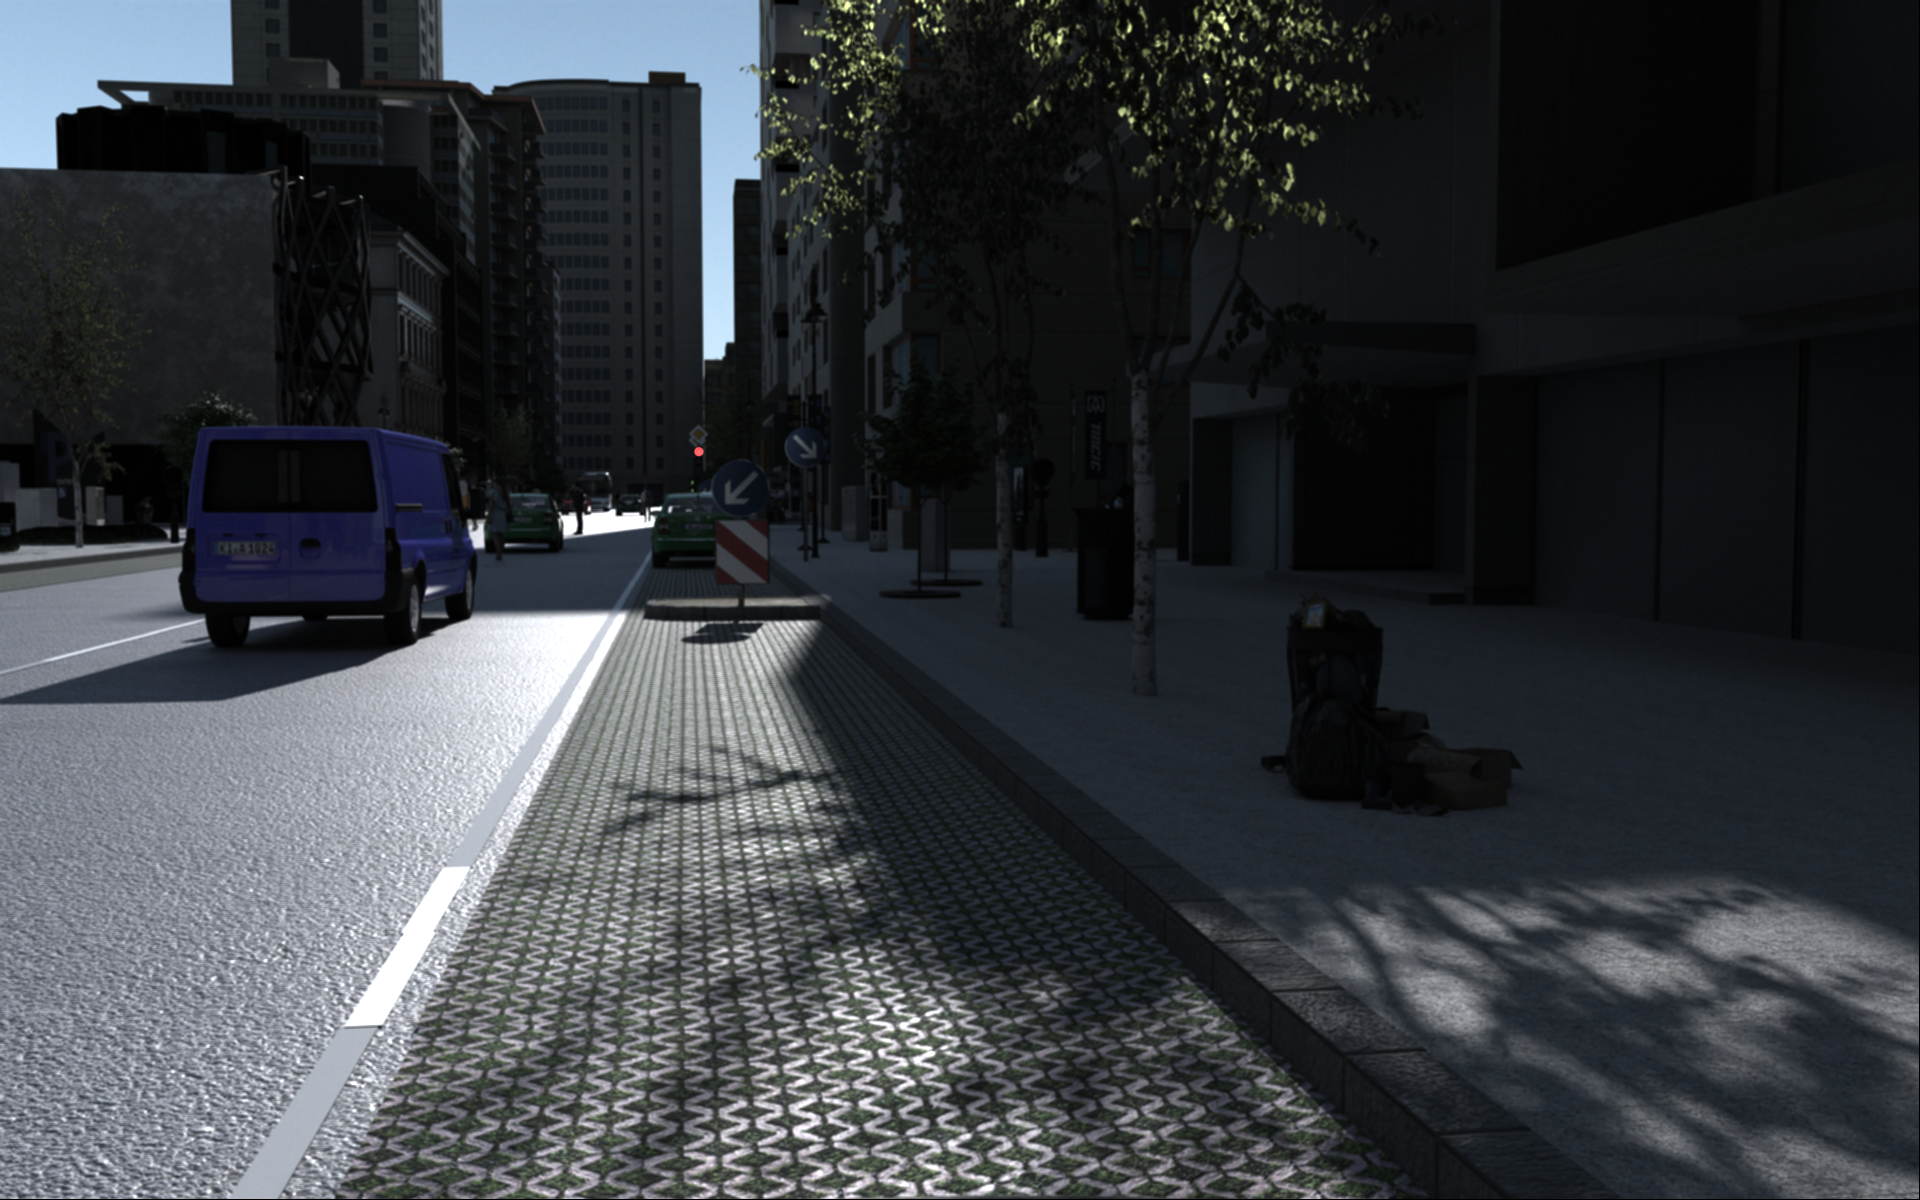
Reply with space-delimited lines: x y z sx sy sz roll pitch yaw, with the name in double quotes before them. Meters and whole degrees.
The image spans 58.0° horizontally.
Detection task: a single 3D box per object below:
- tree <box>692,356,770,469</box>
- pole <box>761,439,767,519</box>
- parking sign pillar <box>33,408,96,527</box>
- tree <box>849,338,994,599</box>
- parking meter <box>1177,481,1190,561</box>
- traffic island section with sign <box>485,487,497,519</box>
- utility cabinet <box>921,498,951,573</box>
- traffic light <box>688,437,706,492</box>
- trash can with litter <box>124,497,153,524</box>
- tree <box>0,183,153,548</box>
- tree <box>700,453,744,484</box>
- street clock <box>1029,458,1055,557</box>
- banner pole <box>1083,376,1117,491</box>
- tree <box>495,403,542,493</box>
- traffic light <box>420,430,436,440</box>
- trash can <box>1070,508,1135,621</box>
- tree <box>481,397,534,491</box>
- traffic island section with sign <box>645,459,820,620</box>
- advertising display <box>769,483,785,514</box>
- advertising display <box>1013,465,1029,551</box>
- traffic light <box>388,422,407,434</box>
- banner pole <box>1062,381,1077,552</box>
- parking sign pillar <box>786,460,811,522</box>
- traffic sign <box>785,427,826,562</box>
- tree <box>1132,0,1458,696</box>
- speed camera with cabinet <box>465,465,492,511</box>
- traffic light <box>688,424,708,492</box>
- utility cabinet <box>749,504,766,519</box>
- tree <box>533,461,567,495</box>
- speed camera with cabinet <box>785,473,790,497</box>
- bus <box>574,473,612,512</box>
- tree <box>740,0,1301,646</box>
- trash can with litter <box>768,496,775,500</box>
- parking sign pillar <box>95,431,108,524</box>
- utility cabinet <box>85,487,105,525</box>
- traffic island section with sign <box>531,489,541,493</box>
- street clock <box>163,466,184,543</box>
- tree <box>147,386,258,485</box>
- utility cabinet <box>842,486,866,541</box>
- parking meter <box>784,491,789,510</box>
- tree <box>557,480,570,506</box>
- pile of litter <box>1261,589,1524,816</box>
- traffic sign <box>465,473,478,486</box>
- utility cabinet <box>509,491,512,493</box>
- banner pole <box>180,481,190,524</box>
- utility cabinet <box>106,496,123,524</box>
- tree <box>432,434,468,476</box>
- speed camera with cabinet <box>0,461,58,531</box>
"tree" -11.963 -8.644 91.699 4.737 8.622 4.395 0 3 0
"pole" -7.252 -4.291 63.998 0.158 3.312 0.155 0 3 0
"parking sign pillar" -28.605 -4.056 54.789 1.447 3.967 1.447 1 4 14
"tree" -0.560 -1.661 21.765 1.663 3.219 1.824 0 3 0
"parking meter" 4.355 -1.517 33.207 0.372 1.533 0.369 0 3 0
"traffic island section with sign" -26.843 -5.607 100.310 1.989 1.847 2.006 -1 4 -9
"utility cabinet" -0.415 -1.076 28.754 0.306 1.237 1.020 1 4 12
"traffic light" -11.772 -5.427 77.649 0.839 4.253 0.868 -1 4 -9
"trash can with litter" -29.764 -3.135 62.647 1.055 1.170 0.624 0 4 -5
"tree" -21.117 -5.541 40.965 4.360 8.622 3.978 0 3 0
"tree" -16.702 -8.642 125.015 4.285 4.588 4.351 0 3 0
"street clock" 1.667 -1.875 35.234 0.471 2.002 0.358 -2 4 -24
"banner pole" 3.040 -2.863 36.821 0.863 3.779 0.401 0 4 -6
"tree" -35.876 -11.595 139.947 4.360 8.622 3.978 0 3 0
"traffic light" -23.289 -5.315 75.826 0.839 4.253 0.868 -1 4 -9
"trash can" 1.504 -0.373 17.753 0.748 1.137 0.748 0 3 0
"tree" -34.262 -11.083 131.565 4.737 8.622 4.395 0 3 0
"traffic island section with sign" -2.721 -0.728 20.525 1.989 1.847 2.006 -1 4 -9
"advertising display" -10.607 -5.818 100.336 0.974 1.923 0.123 0 4 3
"advertising display" 1.370 -2.077 39.176 0.123 1.923 0.974 -1 4 -12
"traffic light" -22.047 -4.833 67.938 0.839 4.253 0.868 -1 4 -9
"banner pole" 2.479 -2.942 38.122 0.401 3.779 0.863 0 4 -5
"parking sign pillar" -7.624 -5.607 80.142 1.447 3.967 1.447 0 4 -8
"traffic sign" -2.931 -2.004 32.872 0.768 2.556 0.104 0 4 -7
"tree" 1.291 -3.685 10.615 4.360 8.622 3.978 0 3 0
"speed camera with cabinet" -33.287 -7.670 119.747 2.038 3.252 0.660 2 4 29
"traffic light" -10.530 -4.944 69.760 0.839 4.253 0.868 -1 4 -9
"utility cabinet" -7.198 -3.229 61.470 0.318 1.500 1.173 1 4 9
"tree" -40.425 -11.451 170.943 4.285 4.588 4.351 0 3 0
"speed camera with cabinet" -14.012 -9.209 144.897 0.660 3.252 2.038 3 5 39
"bus" -30.396 -9.129 144.124 2.948 3.499 13.247 -1 4 -10
"tree" 0.212 -4.037 16.365 4.360 8.622 3.978 0 3 0
"trash can with litter" -10.324 -5.115 95.009 0.624 1.170 1.055 -1 4 -17
"parking sign pillar" -37.131 -5.215 73.736 1.447 3.967 1.447 -3 4 -38
"utility cabinet" -26.238 -2.685 52.582 0.318 1.500 1.173 -1 4 -16
"traffic island section with sign" -31.027 -7.236 126.940 1.989 1.847 2.006 -1 4 -9
"street clock" -20.569 -2.492 45.320 0.471 2.002 0.358 -2 4 -32
"tree" -22.758 -4.207 52.493 4.285 4.588 4.351 0 3 0
"utility cabinet" -2.914 -2.364 47.326 0.318 1.500 1.173 -1 4 -23
"parking meter" -14.020 -8.055 140.109 0.372 1.533 0.369 0 3 0
"tree" -44.160 -12.056 191.712 1.663 3.219 1.824 0 3 0
"pile of litter" 1.912 0.380 7.749 1.176 0.858 1.719 1 4 18
"traffic sign" -29.870 -6.471 105.900 0.768 2.556 0.104 0 4 0
"utility cabinet" -34.370 -7.453 130.530 1.173 1.500 0.318 1 4 18
"banner pole" -32.950 -5.132 73.923 0.401 3.779 0.863 2 4 29
"utility cabinet" -36.983 -3.924 75.320 1.020 1.237 0.306 -2 4 -32
"tree" -28.283 -6.711 93.444 4.285 4.588 4.351 0 3 0
"speed camera with cabinet" -26.264 -3.311 48.466 2.038 3.252 0.660 1 4 20
